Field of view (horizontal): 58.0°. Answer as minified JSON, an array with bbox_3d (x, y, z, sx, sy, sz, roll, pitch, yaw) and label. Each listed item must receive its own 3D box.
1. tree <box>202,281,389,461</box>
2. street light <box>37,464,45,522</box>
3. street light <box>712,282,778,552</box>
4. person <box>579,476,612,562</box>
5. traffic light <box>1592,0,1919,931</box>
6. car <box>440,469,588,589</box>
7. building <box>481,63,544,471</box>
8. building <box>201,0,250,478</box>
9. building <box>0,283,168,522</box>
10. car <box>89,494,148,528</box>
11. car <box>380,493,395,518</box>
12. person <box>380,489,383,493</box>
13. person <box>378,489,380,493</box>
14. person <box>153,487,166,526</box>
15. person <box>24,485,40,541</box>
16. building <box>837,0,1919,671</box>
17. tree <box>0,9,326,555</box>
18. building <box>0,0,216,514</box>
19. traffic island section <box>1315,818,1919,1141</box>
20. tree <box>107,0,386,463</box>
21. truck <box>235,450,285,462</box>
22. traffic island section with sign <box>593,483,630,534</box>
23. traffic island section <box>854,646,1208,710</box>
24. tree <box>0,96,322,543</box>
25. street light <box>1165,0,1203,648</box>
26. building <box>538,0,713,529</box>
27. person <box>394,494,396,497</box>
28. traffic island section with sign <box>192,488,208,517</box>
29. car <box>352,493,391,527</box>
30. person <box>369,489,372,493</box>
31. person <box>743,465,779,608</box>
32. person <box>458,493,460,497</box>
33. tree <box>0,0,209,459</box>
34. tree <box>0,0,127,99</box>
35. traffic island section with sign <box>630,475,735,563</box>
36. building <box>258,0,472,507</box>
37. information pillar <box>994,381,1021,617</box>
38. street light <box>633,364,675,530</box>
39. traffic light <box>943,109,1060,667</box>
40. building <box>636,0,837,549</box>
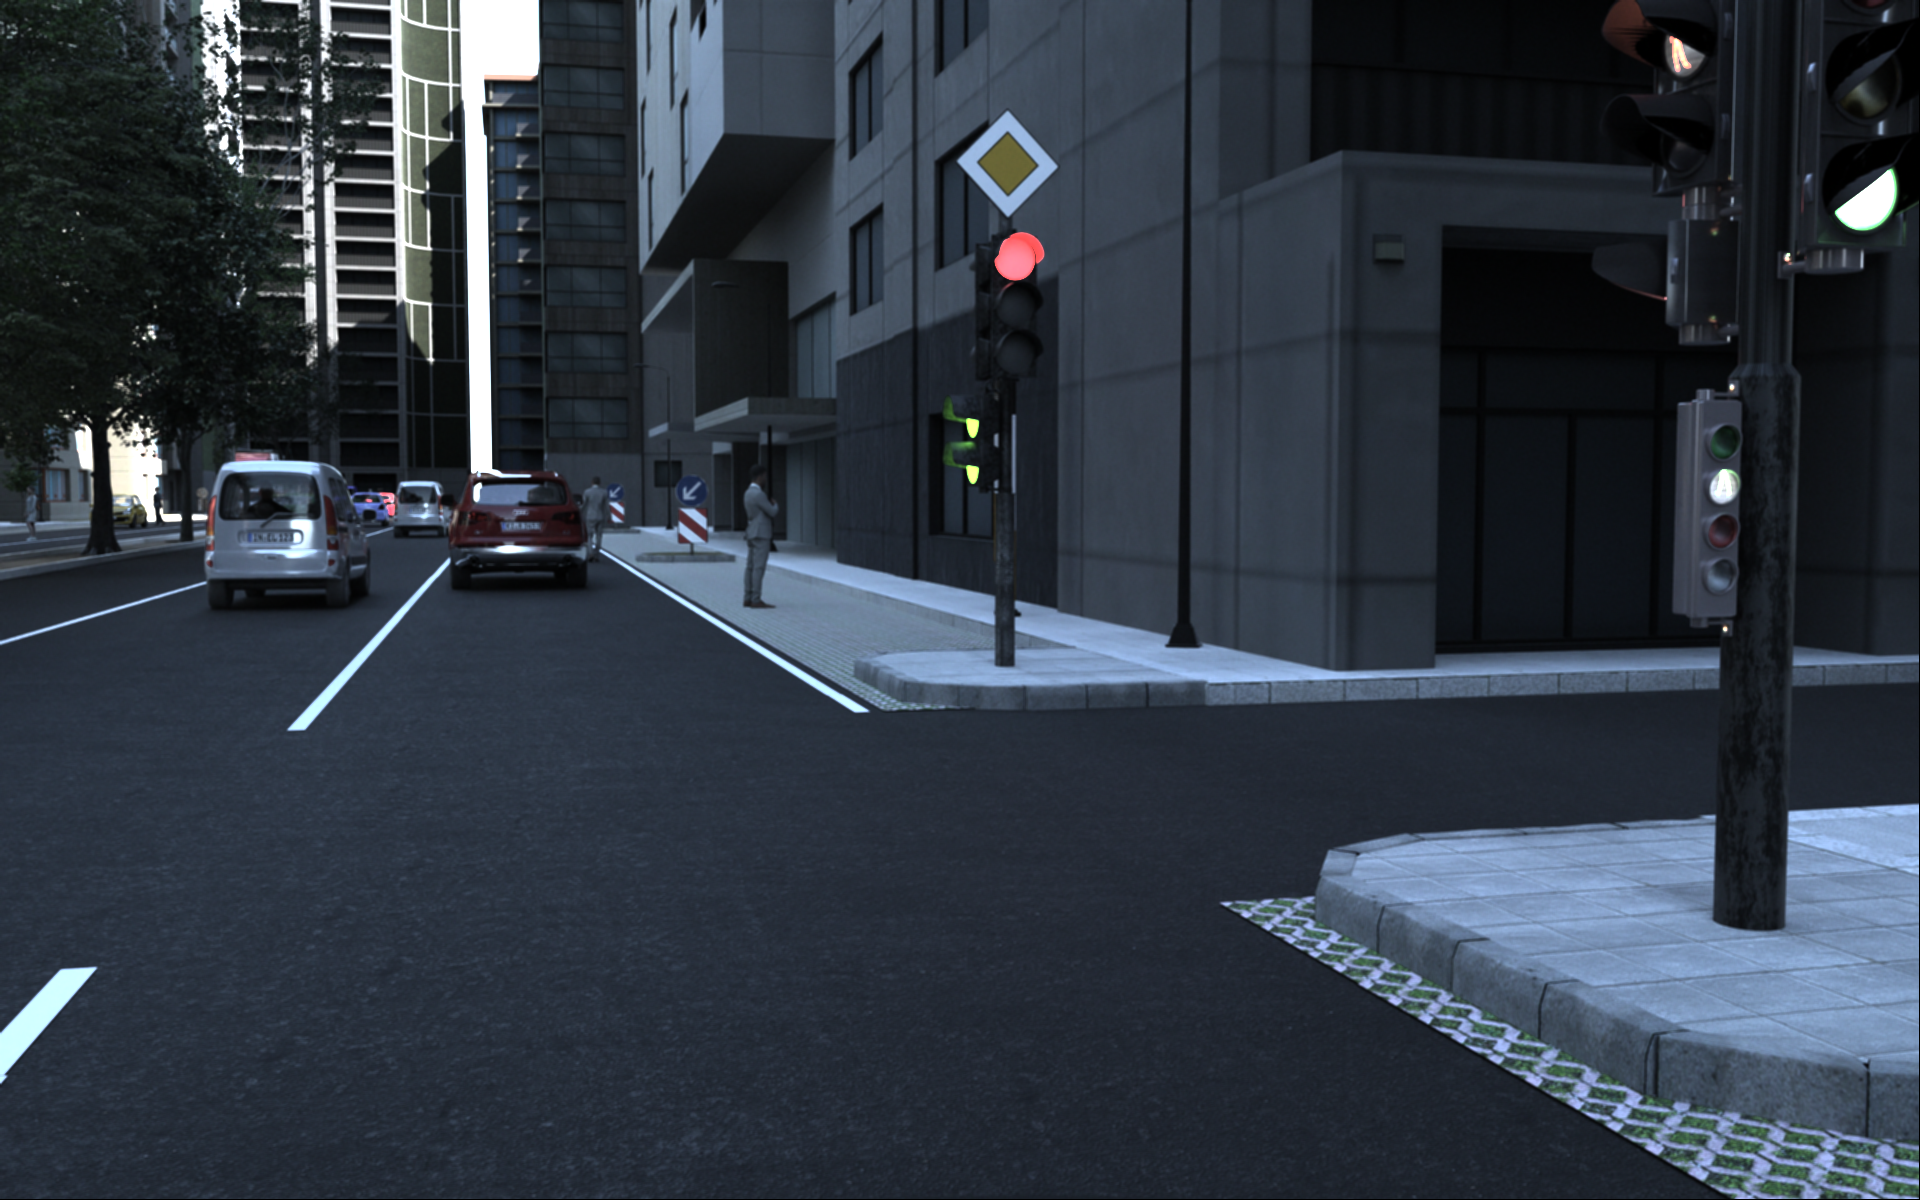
[{"bbox_3d":[-28.390,-8.322,72.941,8.767,10.594,7.601,-1,4,-15],"label":"tree"},{"bbox_3d":[-41.160,-6.481,78.504,1.470,5.913,1.316,-1,4,-15],"label":"street light"},{"bbox_3d":[-4.743,-4.018,38.237,1.470,5.913,1.316,-1,4,-15],"label":"street light"},{"bbox_3d":[-7.758,-1.720,36.748,0.709,1.813,0.853,-1,4,-22],"label":"person"},{"bbox_3d":[0.326,-1.820,4.419,4.771,5.953,1.251,-1,4,-15],"label":"traffic light"},{"bbox_3d":[-7.171,-1.174,27.874,2.281,1.827,5.304,-1,4,-17],"label":"car"},{"bbox_3d":[-35.718,-32.043,178.522,28.867,44.769,22.147,-1,4,-15],"label":"building"},{"bbox_3d":[-72.909,-36.461,138.138,28.212,58.520,21.231,-1,4,-15],"label":"building"},{"bbox_3d":[-59.311,-15.004,90.356,27.650,21.520,28.899,-1,4,-15],"label":"building"},{"bbox_3d":[-35.586,-3.855,73.261,2.015,1.641,3.980,-1,4,-15],"label":"car"},{"bbox_3d":[-31.563,-5.229,94.541,2.155,1.783,4.494,-1,4,-14],"label":"car"},{"bbox_3d":[-39.965,-6.795,119.681,1.350,1.814,0.705,-1,4,-22],"label":"person"},{"bbox_3d":[-41.740,-7.088,124.468,1.350,1.814,0.705,-1,4,-17],"label":"person"},{"bbox_3d":[-36.276,-4.250,78.403,0.534,1.772,0.576,-2,4,-33],"label":"person"},{"bbox_3d":[-28.604,-2.682,53.357,0.512,1.701,0.522,3,5,41],"label":"person"},{"bbox_3d":[10.121,-35.752,22.798,20.611,71.187,20.563,-1,4,-15],"label":"building"},{"bbox_3d":[-20.202,-7.404,40.514,9.611,12.733,9.660,0,3,0],"label":"tree"},{"bbox_3d":[-57.729,-26.266,113.041,14.154,41.232,14.086,-1,4,-15],"label":"building"},{"bbox_3d":[2.370,1.044,5.207,2.009,0.180,2.903,-1,4,-15],"label":"traffic island section"},{"bbox_3d":[-27.236,-12.419,61.394,12.611,20.169,13.585,0,3,0],"label":"tree"},{"bbox_3d":[-45.182,-7.489,111.354,2.839,4.237,11.283,-1,4,-16],"label":"truck"},{"bbox_3d":[-12.727,-3.336,63.170,1.989,1.847,2.006,-1,4,-15],"label":"traffic island section with sign"},{"bbox_3d":[0.357,0.572,12.935,2.009,0.180,2.903,-1,4,-15],"label":"traffic island section"},{"bbox_3d":[-22.762,-7.501,50.849,9.928,11.665,9.643,0,3,0],"label":"tree"},{"bbox_3d":[1.362,-2.553,14.288,1.470,5.913,1.316,-1,4,-15],"label":"street light"},{"bbox_3d":[-10.844,-18.507,74.294,14.160,30.474,14.107,-1,4,-15],"label":"building"},{"bbox_3d":[-46.014,-7.900,140.899,0.421,1.427,0.697,0,4,-3],"label":"person"},{"bbox_3d":[-46.533,-5.978,106.361,1.989,1.847,2.006,-1,4,-15],"label":"traffic island section with sign"},{"bbox_3d":[-26.350,-4.127,77.072,1.945,1.707,3.694,-1,4,-16],"label":"car"},{"bbox_3d":[-38.855,-6.402,113.900,1.217,1.736,0.721,3,5,43],"label":"person"},{"bbox_3d":[-2.481,-0.801,21.777,0.466,1.800,0.511,-3,5,-40],"label":"person"},{"bbox_3d":[-33.009,-6.477,114.849,0.683,1.767,0.568,0,4,-7],"label":"person"},{"bbox_3d":[-17.581,-6.740,30.780,7.486,12.596,7.792,0,3,0],"label":"tree"},{"bbox_3d":[-15.018,-5.760,22.392,9.928,11.665,9.643,0,3,0],"label":"tree"},{"bbox_3d":[-5.895,-1.731,36.928,1.989,1.847,2.006,-1,4,-15],"label":"traffic island section with sign"},{"bbox_3d":[-59.439,-44.795,170.650,20.611,71.187,20.563,-1,4,-15],"label":"building"},{"bbox_3d":[0.477,-1.644,18.237,0.183,3.616,0.504,-1,4,-17],"label":"information pillar"},{"bbox_3d":[-10.982,-5.480,62.131,1.470,5.913,1.316,-1,4,-15],"label":"street light"},{"bbox_3d":[0.316,-1.461,12.811,0.839,4.253,0.868,-1,4,-15],"label":"traffic light"},{"bbox_3d":[5.436,-28.061,48.029,28.713,52.752,27.495,-1,4,-15],"label":"building"}]
